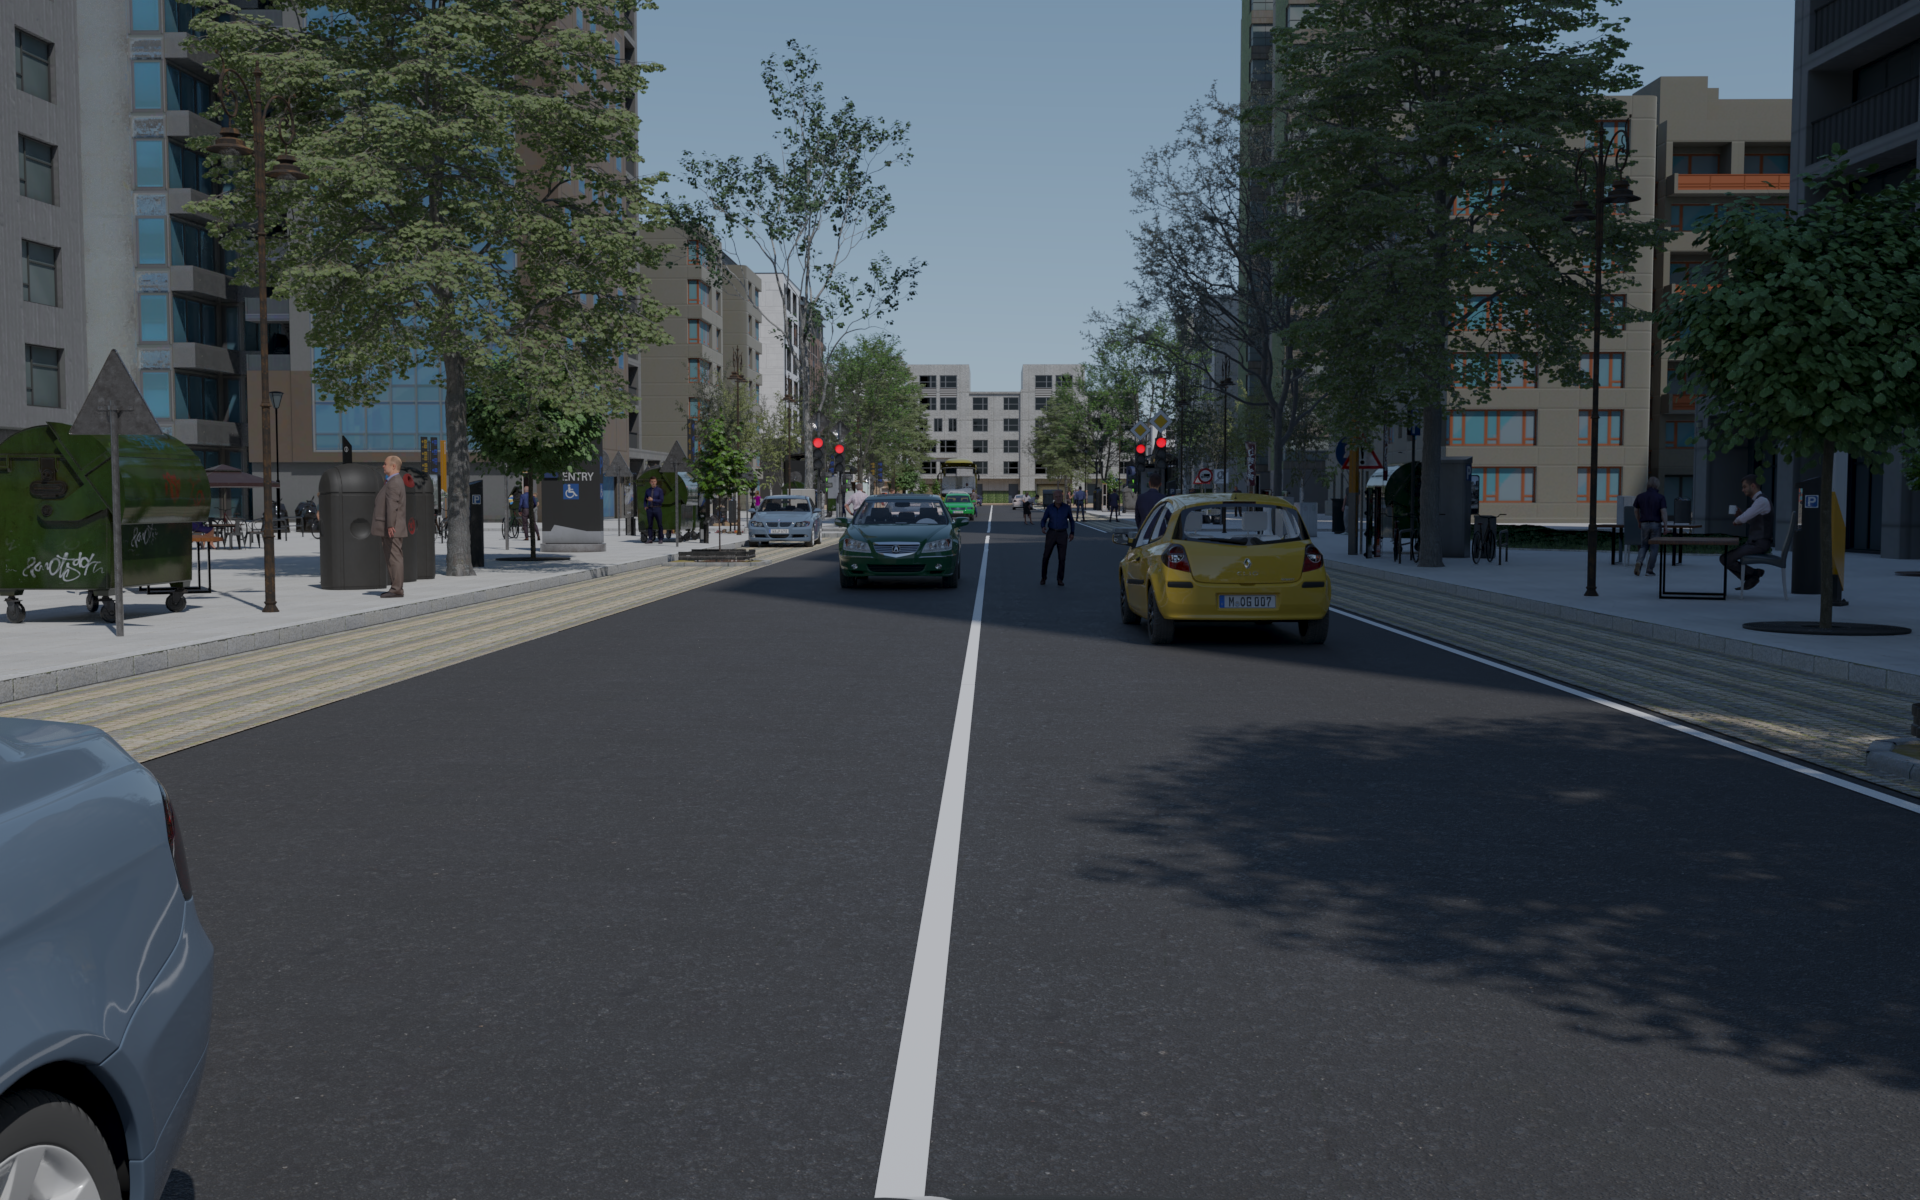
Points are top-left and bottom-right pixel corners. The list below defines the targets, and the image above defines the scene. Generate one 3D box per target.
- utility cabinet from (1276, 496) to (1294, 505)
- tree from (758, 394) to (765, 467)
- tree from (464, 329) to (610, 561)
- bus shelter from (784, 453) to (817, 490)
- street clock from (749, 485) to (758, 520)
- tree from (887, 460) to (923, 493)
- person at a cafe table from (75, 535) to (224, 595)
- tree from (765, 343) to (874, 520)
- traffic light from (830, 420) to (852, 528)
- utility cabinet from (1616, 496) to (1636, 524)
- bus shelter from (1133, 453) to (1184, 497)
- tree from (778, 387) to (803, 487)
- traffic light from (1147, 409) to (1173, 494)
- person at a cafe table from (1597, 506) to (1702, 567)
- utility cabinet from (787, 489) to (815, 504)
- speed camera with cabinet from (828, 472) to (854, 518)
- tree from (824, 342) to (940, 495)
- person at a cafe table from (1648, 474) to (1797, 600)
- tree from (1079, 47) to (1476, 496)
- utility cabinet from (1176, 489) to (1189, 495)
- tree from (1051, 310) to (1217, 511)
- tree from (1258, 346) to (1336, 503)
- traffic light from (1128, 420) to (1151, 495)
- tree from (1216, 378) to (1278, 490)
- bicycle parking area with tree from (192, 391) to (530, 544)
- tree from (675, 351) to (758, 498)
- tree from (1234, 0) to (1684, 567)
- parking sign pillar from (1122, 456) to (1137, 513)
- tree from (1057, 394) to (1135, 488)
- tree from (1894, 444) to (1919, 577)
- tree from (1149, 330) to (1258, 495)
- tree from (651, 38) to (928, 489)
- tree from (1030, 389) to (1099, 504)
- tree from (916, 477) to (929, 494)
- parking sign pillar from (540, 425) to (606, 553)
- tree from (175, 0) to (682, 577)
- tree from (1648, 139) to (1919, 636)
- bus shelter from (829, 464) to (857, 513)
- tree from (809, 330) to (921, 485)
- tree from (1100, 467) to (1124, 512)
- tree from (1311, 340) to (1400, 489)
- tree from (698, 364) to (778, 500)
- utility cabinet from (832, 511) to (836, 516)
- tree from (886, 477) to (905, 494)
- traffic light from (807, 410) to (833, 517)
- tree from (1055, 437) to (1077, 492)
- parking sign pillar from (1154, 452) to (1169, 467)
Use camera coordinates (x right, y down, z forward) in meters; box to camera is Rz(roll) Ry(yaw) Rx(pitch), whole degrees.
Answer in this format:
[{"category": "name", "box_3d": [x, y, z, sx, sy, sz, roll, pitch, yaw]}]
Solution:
[{"category": "utility cabinet", "box_3d": [8.611, -2.126, 45.918, 0.306, 1.237, 1.020, 0, 4, -1]}, {"category": "tree", "box_3d": [-13.750, -10.744, 126.023, 4.360, 8.622, 3.978, 0, 3, 0]}, {"category": "tree", "box_3d": [-8.305, -3.060, 33.740, 4.285, 4.588, 4.351, 0, 3, 0]}, {"category": "bus shelter", "box_3d": [-8.927, -6.624, 99.586, 1.731, 3.624, 6.357, 0, 4, 1]}, {"category": "street clock", "box_3d": [-9.910, -4.786, 82.820, 0.471, 2.002, 0.358, 3, 4, 36]}, {"category": "tree", "box_3d": [-4.851, -10.604, 157.092, 4.285, 4.588, 4.351, 0, 3, 0]}, {"category": "person at a cafe table", "box_3d": [-10.593, -0.709, 22.447, 1.726, 1.238, 1.698, -2, 4, -30]}, {"category": "tree", "box_3d": [-6.568, -8.255, 85.330, 4.360, 8.622, 3.978, 0, 3, 0]}, {"category": "traffic light", "box_3d": [-4.528, -4.699, 65.744, 0.839, 4.253, 0.868, 0, 4, 1]}, {"category": "utility cabinet", "box_3d": [25.289, -3.337, 65.715, 1.020, 1.237, 0.306, -3, 5, -43]}, {"category": "bus shelter", "box_3d": [9.891, -5.682, 86.823, 2.014, 3.302, 5.546, 0, 4, 1]}, {"category": "tree", "box_3d": [-12.380, -10.324, 119.162, 4.737, 8.622, 4.395, 0, 3, 0]}, {"category": "traffic light", "box_3d": [6.637, -4.198, 57.558, 0.839, 4.253, 0.868, 0, 4, 1]}, {"category": "person at a cafe table", "box_3d": [12.275, -1.237, 31.082, 1.698, 1.238, 1.726, 2, 4, 31]}, {"category": "utility cabinet", "box_3d": [-6.931, -4.093, 75.602, 1.173, 1.500, 0.318, -1, 4, -13]}, {"category": "speed camera with cabinet", "box_3d": [-6.341, -5.992, 92.301, 0.660, 3.252, 2.038, 1, 4, 23]}, {"category": "tree", "box_3d": [-6.546, -12.779, 127.068, 7.486, 12.596, 7.792, 0, 3, 0]}, {"category": "person at a cafe table", "box_3d": [9.403, -0.786, 21.360, 1.622, 1.524, 1.698, 2, 4, 24]}, {"category": "tree", "box_3d": [8.771, -8.367, 47.175, 12.009, 13.543, 11.850, 0, 3, 0]}, {"category": "utility cabinet", "box_3d": [10.327, -4.466, 81.698, 0.318, 1.500, 1.173, 3, 5, 45]}, {"category": "tree", "box_3d": [10.650, -10.513, 97.645, 9.928, 11.665, 9.643, 0, 3, 0]}, {"category": "tree", "box_3d": [17.411, -8.385, 87.451, 4.360, 8.622, 3.978, 0, 3, 0]}, {"category": "traffic light", "box_3d": [6.792, -4.686, 65.542, 0.839, 4.253, 0.868, 0, 4, 1]}, {"category": "tree", "box_3d": [17.795, -9.539, 106.330, 4.737, 8.622, 4.395, 0, 3, 0]}, {"category": "bicycle parking area with tree", "box_3d": [-16.570, -3.731, 48.008, 8.231, 4.147, 9.016, 1, 4, 20]}, {"category": "tree", "box_3d": [-12.560, -8.466, 88.773, 4.360, 8.622, 3.978, 0, 3, 0]}, {"category": "tree", "box_3d": [8.436, -6.830, 29.797, 7.486, 12.596, 7.792, 0, 3, 0]}, {"category": "parking sign pillar", "box_3d": [12.071, -8.111, 121.092, 1.447, 3.967, 1.447, -1, 4, -17]}, {"category": "tree", "box_3d": [11.942, -13.088, 148.401, 7.601, 10.594, 8.767, -1, 4, -9]}, {"category": "tree", "box_3d": [15.132, -1.983, 27.018, 1.663, 3.219, 1.824, 0, 3, 0]}, {"category": "tree", "box_3d": [10.405, -7.857, 78.822, 4.360, 8.622, 3.978, 0, 3, 0]}, {"category": "tree", "box_3d": [-7.574, -13.406, 75.074, 12.611, 20.169, 13.585, 0, 3, 0]}, {"category": "tree", "box_3d": [10.990, -16.383, 185.990, 7.486, 12.596, 7.792, 0, 3, 0]}, {"category": "tree", "box_3d": [-4.329, -12.221, 194.421, 1.663, 3.219, 1.824, 0, 3, 0]}, {"category": "parking sign pillar", "box_3d": [-8.628, -3.061, 38.526, 1.447, 3.967, 1.447, 0, 4, -1]}, {"category": "tree", "box_3d": [-8.277, -6.644, 26.749, 7.486, 12.596, 7.792, 0, 3, 0]}, {"category": "tree", "box_3d": [8.206, -1.993, 16.294, 4.285, 4.588, 4.351, 0, 3, 0]}, {"category": "bus shelter", "box_3d": [-7.996, -7.611, 118.366, 2.014, 3.302, 5.546, 0, 4, 1]}, {"category": "tree", "box_3d": [-6.241, -11.265, 109.930, 9.928, 11.665, 9.643, 0, 3, 0]}, {"category": "tree", "box_3d": [10.822, -7.978, 125.044, 1.663, 3.219, 1.824, 0, 3, 0]}, {"category": "tree", "box_3d": [16.862, -7.593, 74.514, 4.737, 8.622, 4.395, 0, 3, 0]}, {"category": "tree", "box_3d": [-13.045, -9.075, 98.747, 4.737, 8.622, 4.395, 0, 3, 0]}, {"category": "utility cabinet", "box_3d": [-7.288, -5.635, 103.289, 0.306, 1.237, 1.020, 3, 5, 41]}, {"category": "tree", "box_3d": [-5.710, -9.705, 153.279, 1.663, 3.219, 1.824, 0, 3, 0]}, {"category": "traffic light", "box_3d": [-4.682, -4.210, 57.760, 0.839, 4.253, 0.868, 0, 4, 1]}, {"category": "tree", "box_3d": [12.627, -15.682, 206.769, 4.737, 8.622, 4.395, 0, 3, 0]}, {"category": "parking sign pillar", "box_3d": [13.008, -7.793, 115.894, 1.447, 3.967, 1.447, 0, 4, -5]}]
